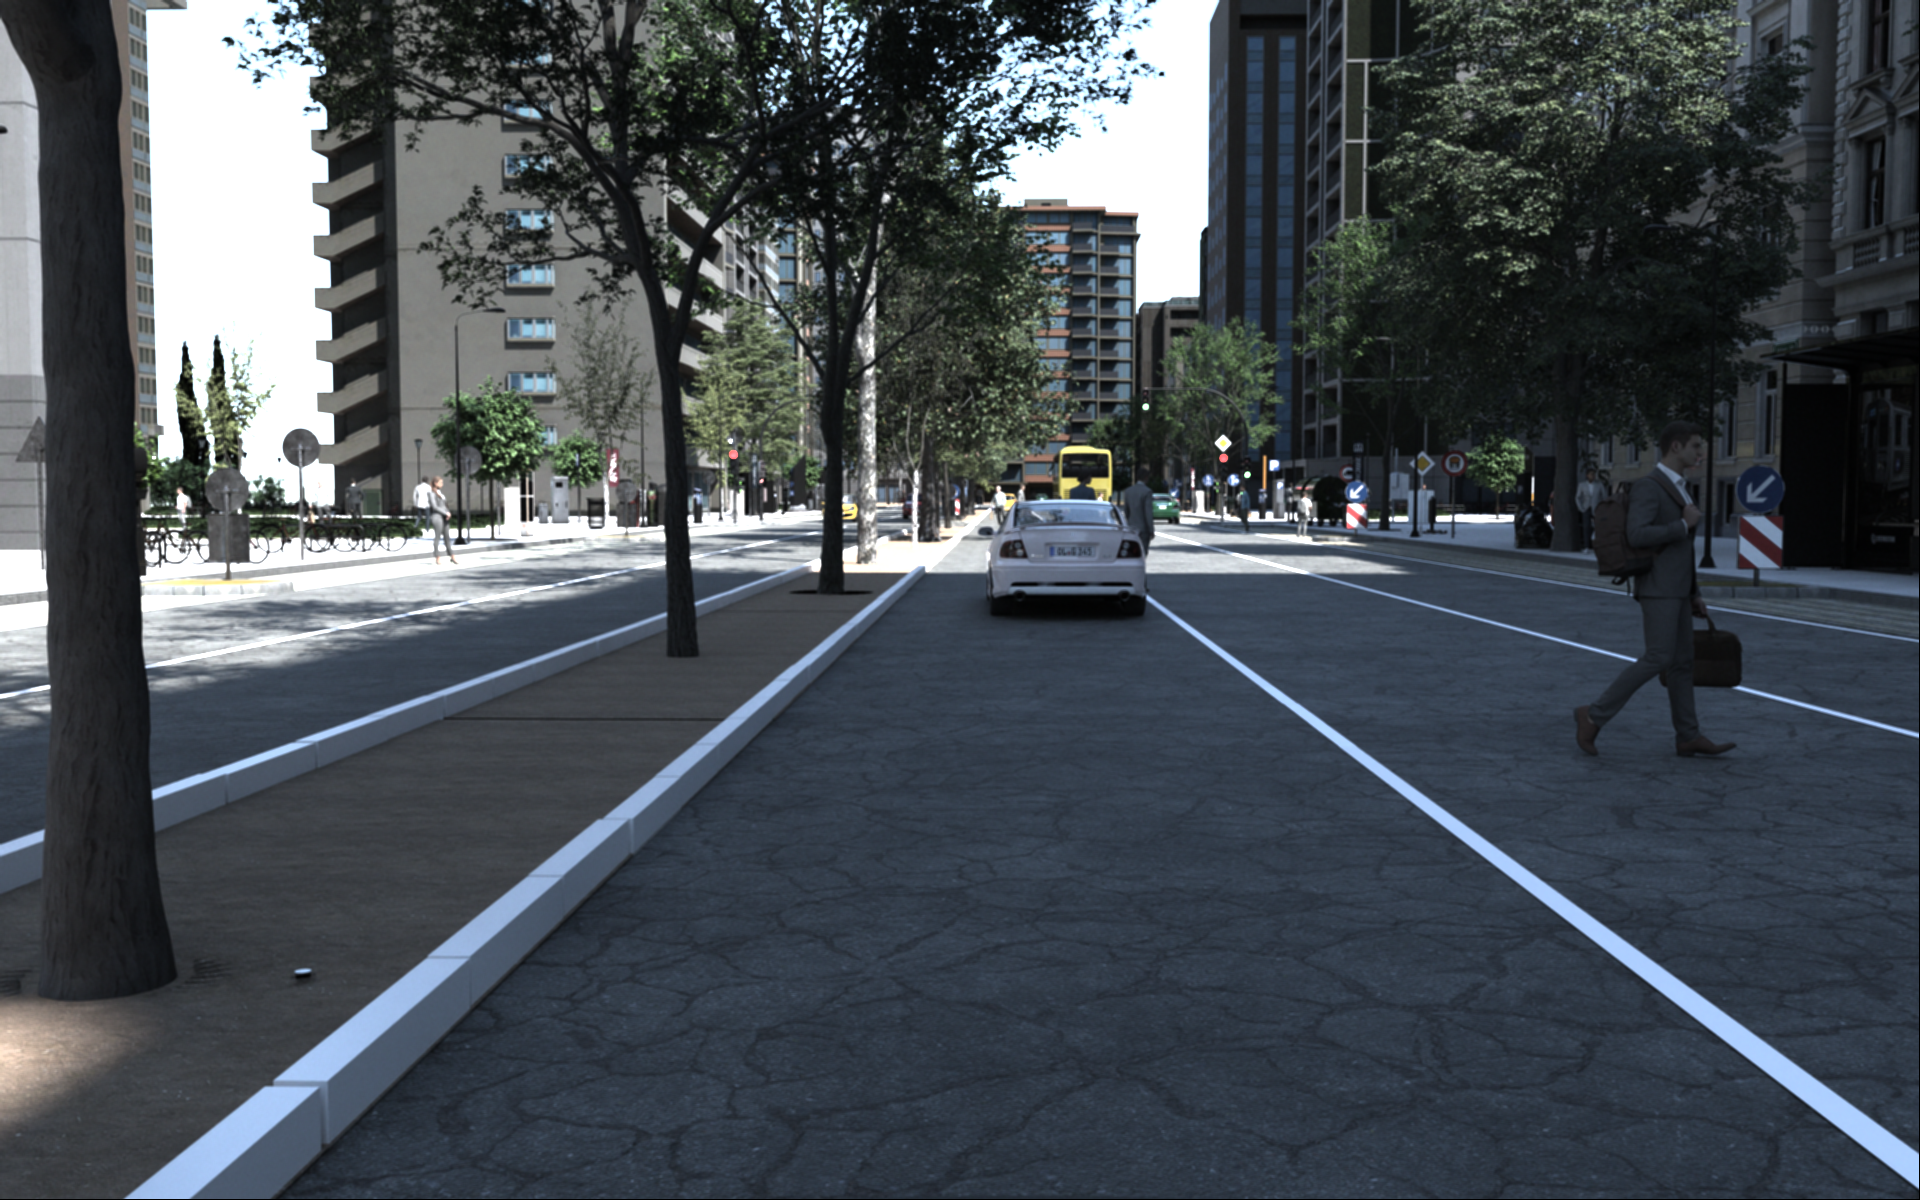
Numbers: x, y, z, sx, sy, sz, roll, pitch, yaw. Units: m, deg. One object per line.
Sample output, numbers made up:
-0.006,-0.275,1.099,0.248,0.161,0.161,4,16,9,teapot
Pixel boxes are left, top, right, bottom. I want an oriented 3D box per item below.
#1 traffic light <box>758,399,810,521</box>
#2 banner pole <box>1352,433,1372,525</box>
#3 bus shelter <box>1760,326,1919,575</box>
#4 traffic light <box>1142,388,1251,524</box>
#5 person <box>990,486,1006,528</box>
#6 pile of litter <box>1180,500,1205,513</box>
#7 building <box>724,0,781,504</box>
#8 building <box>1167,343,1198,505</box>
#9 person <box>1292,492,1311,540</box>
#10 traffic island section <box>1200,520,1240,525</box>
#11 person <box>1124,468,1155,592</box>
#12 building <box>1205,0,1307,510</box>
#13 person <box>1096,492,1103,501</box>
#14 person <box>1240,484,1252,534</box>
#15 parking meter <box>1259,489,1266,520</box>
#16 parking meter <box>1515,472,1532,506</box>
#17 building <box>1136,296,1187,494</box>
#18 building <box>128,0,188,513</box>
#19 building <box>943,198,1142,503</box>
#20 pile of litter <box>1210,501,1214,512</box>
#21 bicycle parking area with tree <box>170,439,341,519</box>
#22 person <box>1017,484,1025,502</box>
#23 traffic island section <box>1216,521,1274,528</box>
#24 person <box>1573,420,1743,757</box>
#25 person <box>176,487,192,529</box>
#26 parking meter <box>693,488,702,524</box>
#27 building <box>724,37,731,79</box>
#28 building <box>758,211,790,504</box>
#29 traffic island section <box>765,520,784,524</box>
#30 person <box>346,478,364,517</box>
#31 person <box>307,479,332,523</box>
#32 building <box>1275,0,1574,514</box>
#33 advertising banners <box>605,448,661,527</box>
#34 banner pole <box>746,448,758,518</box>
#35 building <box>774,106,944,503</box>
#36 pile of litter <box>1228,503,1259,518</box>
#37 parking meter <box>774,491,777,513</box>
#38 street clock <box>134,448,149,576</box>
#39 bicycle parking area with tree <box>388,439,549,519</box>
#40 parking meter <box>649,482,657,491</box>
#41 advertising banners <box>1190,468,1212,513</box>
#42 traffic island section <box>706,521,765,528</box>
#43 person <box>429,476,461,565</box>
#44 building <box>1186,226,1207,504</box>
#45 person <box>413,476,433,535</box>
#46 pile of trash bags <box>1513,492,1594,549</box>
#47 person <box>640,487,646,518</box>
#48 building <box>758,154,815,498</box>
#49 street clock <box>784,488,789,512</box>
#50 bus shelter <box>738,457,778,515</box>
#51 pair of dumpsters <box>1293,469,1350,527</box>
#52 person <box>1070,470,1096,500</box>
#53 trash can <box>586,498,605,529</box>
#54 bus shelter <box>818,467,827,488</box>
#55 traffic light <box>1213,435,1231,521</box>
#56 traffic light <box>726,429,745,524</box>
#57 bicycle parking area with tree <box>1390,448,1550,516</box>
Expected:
-7.403,-6.614,82.807,4.771,5.953,1.251,0,4,2,traffic light
16.560,-4.976,71.376,0.863,3.779,0.401,2,4,27,banner pole
14.291,-2.142,26.297,1.731,3.624,6.357,0,4,2,bus shelter
10.142,-6.086,74.175,4.771,5.953,1.251,0,4,2,traffic light
1.619,-3.975,73.980,0.782,1.767,0.515,1,4,23,person
15.980,-6.522,120.593,1.719,0.858,1.176,0,4,-5,pile of litter
-28.265,-44.611,167.633,20.563,71.187,20.611,0,4,2,building
40.348,-22.340,210.291,27.650,21.520,28.899,0,4,2,building
10.722,-2.640,54.265,0.503,1.515,0.523,-2,4,-28,person
12.496,-3.674,82.353,2.009,0.180,2.903,0,4,2,traffic island section
2.628,-1.026,25.397,0.853,1.813,0.709,-3,5,-44,person
28.960,-30.498,148.759,14.600,45.320,14.200,0,4,2,building
5.609,-3.595,69.869,0.503,1.515,0.523,3,5,42,person
10.312,-3.280,62.467,0.444,1.785,0.601,0,4,8,person
15.081,-4.767,86.346,0.372,1.533,0.369,0,3,0,parking meter
14.859,-2.445,45.681,0.255,1.863,0.399,-1,4,-21,parking meter
33.440,-29.620,255.980,14.107,30.474,14.160,0,4,2,building
-65.863,-25.343,106.238,23.993,40.220,32.217,0,4,2,building
12.039,-36.963,258.966,28.867,44.769,22.147,0,4,2,building
17.580,-6.727,123.954,1.176,0.858,1.719,-1,4,-19,pile of litter
-37.359,-6.404,91.707,8.231,4.147,9.016,-2,4,-25,bicycle parking area with tree
2.393,-3.606,67.574,0.853,1.813,0.709,0,4,-1,person
12.275,-3.186,74.371,2.009,0.180,2.903,0,4,2,traffic island section
3.827,-0.062,9.477,0.822,1.834,0.622,2,4,28,person
-25.949,-3.008,57.818,0.503,1.515,0.523,0,4,4,person
-11.328,-4.064,74.858,0.372,1.533,0.369,0,3,0,parking meter
-30.814,-29.884,143.225,22.147,44.769,28.867,0,4,2,building
-33.004,-30.552,191.403,32.217,40.220,23.993,0,4,2,building
-9.537,-3.712,82.965,2.009,0.180,2.903,0,4,2,traffic island section
-24.030,-3.875,68.768,0.648,1.900,0.474,-3,5,-39,person
-20.751,-3.032,56.110,0.782,1.767,0.515,-1,4,-16,person
34.299,-41.836,122.273,20.563,71.187,20.611,0,4,2,building
-12.539,-4.295,66.412,2.074,3.025,0.090,0,4,-6,advertising banners
-11.212,-6.340,93.680,0.863,3.779,0.401,3,5,42,banner pole
-16.476,-43.903,259.805,28.212,58.520,21.231,0,4,2,building
16.920,-5.511,104.065,1.176,0.858,1.719,-1,4,-18,pile of litter
-12.629,-6.665,117.385,0.372,1.533,0.369,0,3,0,parking meter
-12.819,-1.371,26.979,0.358,2.002,0.471,-3,5,-41,street clock
-25.793,-6.384,91.379,8.231,4.147,9.016,0,4,6,bicycle parking area with tree
-14.974,-4.825,84.598,0.399,1.863,0.255,3,5,43,parking meter
16.124,-7.329,116.022,2.074,3.025,0.090,-3,4,-39,advertising banners
-9.758,-3.223,74.983,2.009,0.180,2.903,0,4,2,traffic island section
-10.322,-1.586,34.708,0.573,1.790,0.520,-1,4,-8,person
32.716,-25.478,188.270,14.160,30.474,14.107,0,4,2,building
-16.714,-2.936,53.897,0.661,1.843,0.795,1,4,12,person
14.399,-1.966,41.892,1.912,1.369,3.447,1,4,20,pile of trash bags
-17.316,-5.390,94.377,0.606,1.804,0.583,-1,4,-23,person
-31.059,-34.271,214.957,28.867,44.769,22.147,0,4,2,building
-12.289,-7.194,122.195,0.471,2.002,0.358,2,4,31,street clock
-12.587,-7.174,108.581,1.731,3.624,6.357,0,4,1,bus shelter
14.486,-4.092,69.394,1.574,2.255,4.437,0,4,1,pair of dumpsters
2.005,-1.220,28.478,0.581,1.822,0.654,3,5,44,person
-13.327,-3.169,63.465,0.748,1.137,0.748,0,3,0,trash can
-10.561,-9.300,143.336,1.731,3.624,6.357,0,4,1,bus shelter
12.456,-5.708,82.240,0.839,4.253,0.868,0,4,2,traffic light
-9.718,-5.255,74.848,0.839,4.253,0.868,0,4,2,traffic light
31.202,-7.301,106.375,9.016,4.147,8.231,1,4,9,bicycle parking area with tree
